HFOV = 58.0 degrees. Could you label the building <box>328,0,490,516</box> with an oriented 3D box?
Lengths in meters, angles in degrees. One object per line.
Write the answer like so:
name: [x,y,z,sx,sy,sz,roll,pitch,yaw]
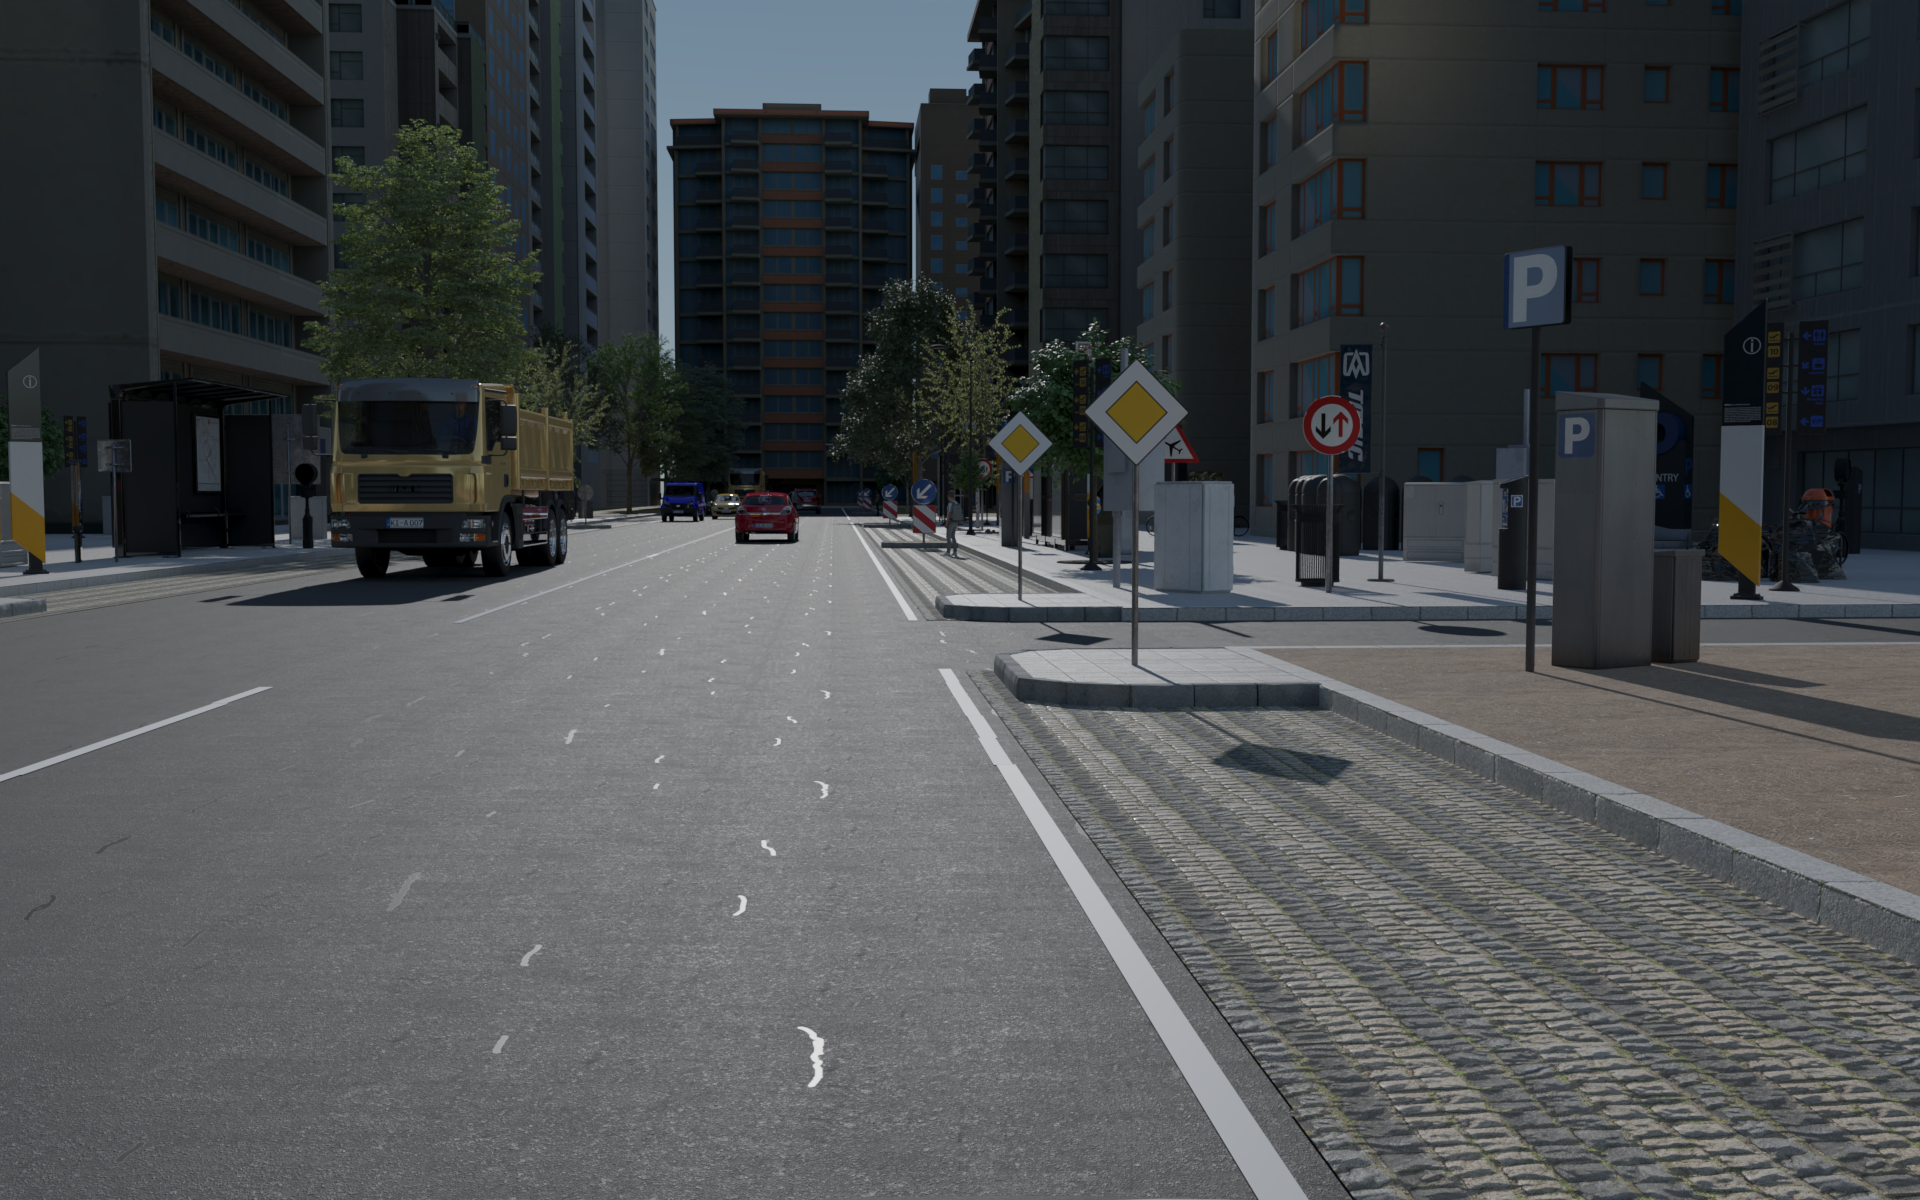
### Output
building: [-35.769,-20.115,100.588,14.160,30.474,14.107,0,4,-4]

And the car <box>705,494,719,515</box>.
car: [-16.683,-6.752,120.186,2.009,1.686,4.222,0,4,-2]

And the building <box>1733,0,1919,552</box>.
building: [27.347,-21.650,37.568,14.086,41.232,14.154,0,4,-4]

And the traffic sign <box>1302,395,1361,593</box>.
traffic sign: [4.794,-1.366,22.437,0.768,2.556,0.104,0,4,-4]

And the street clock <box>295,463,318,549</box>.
street clock: [-15.365,-2.214,40.761,0.471,2.002,0.358,0,4,4]

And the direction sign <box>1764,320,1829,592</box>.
direction sign: [10.929,-1.887,22.857,0.876,3.537,0.379,2,4,35]

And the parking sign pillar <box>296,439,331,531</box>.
parking sign pillar: [-22.779,-4.422,60.766,1.447,3.967,1.447,3,4,39]

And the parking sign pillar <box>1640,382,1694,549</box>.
parking sign pillar: [16.669,-3.218,41.089,1.447,3.967,1.447,-3,5,-40]

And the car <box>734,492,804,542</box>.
car: [-5.904,-2.703,53.228,2.155,1.783,4.494,0,4,-3]

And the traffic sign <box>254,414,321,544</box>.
traffic sign: [-17.474,-3.083,44.284,2.265,3.308,0.079,0,4,2]

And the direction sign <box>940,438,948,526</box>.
direction sign: [-0.615,-4.771,69.996,0.379,3.537,0.876,1,4,17]

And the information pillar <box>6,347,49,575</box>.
information pillar: [-14.866,-2.216,27.588,0.504,3.616,0.183,-3,5,-45]

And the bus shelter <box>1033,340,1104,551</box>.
bus shelter: [2.838,-3.996,42.971,2.179,5.291,8.768,0,4,-4]

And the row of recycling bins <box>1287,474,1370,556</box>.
row of recycling bins: [7.795,-1.854,37.419,1.069,1.692,3.534,0,4,-2]

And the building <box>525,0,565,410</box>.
building: [-37.646,-27.235,128.893,14.154,41.232,14.086,0,4,-4]

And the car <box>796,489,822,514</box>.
car: [-11.165,-7.172,125.938,2.281,1.827,5.304,0,4,-6]

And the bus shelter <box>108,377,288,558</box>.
bus shelter: [-16.468,-2.847,37.824,1.731,3.624,6.357,0,4,-4]

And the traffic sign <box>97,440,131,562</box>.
traffic sign: [-15.857,-1.858,32.501,0.606,2.300,0.079,0,4,-2]

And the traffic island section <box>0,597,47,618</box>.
traffic island section: [-12.012,0.137,20.041,2.009,0.180,2.903,0,4,-4]

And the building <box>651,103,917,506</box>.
building: [-19.623,-33.176,197.053,28.867,44.769,22.147,0,4,-4]

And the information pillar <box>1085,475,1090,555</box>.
information pillar: [2.737,-2.761,36.504,0.183,3.616,0.504,0,4,7]

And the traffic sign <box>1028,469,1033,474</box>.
traffic sign: [2.239,-2.977,48.780,0.768,2.556,0.104,0,4,2]

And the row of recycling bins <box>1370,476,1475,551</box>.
row of recycling bins: [10.082,-1.980,39.482,3.534,1.692,1.069,2,4,30]

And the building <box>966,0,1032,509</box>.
building: [12.026,-30.282,149.731,22.147,44.769,28.867,0,4,-4]

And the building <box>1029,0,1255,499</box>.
building: [11.040,-20.559,107.840,14.160,30.474,14.107,0,4,-4]

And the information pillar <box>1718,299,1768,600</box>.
information pillar: [9.504,-1.814,21.006,0.504,3.616,0.183,3,4,38]

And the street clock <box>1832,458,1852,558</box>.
street clock: [17.749,-1.853,34.871,0.358,2.002,0.471,3,4,38]

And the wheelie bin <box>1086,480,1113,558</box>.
wheelie bin: [2.929,-1.657,34.995,0.693,1.594,0.980,1,4,9]

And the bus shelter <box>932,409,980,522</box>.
bus shelter: [-0.090,-6.223,79.374,2.179,5.291,8.768,0,4,-4]

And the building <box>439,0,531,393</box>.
building: [-36.875,-28.413,114.671,14.600,45.320,14.200,0,4,-4]

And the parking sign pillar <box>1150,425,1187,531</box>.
parking sign pillar: [7.366,-4.402,60.448,1.447,3.967,1.447,-2,4,-31]

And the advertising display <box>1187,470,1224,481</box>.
advertising display: [6.648,-2.552,46.940,0.974,1.923,0.123,1,4,12]

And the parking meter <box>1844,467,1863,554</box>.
parking meter: [19.142,-1.921,37.126,0.255,1.863,0.399,3,5,44]

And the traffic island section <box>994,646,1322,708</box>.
traffic island section: [1.329,0.567,13.003,2.009,0.180,2.903,0,4,-4]

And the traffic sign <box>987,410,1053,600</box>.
traffic sign: [0.723,-1.055,20.888,0.795,2.450,0.064,0,4,-4]

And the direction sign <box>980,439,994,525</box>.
direction sign: [1.111,-4.831,70.987,0.379,3.537,0.876,3,5,41]

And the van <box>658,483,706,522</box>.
van: [-14.644,-5.337,91.636,2.240,2.365,5.245,0,4,-3]

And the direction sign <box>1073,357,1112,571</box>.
direction sign: [2.214,-2.270,29.119,0.379,3.537,0.876,-3,5,-41]

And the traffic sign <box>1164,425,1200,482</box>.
traffic sign: [3.629,-1.804,29.500,0.884,2.594,0.081,0,4,5]

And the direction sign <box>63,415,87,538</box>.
direction sign: [-25.694,-3.570,50.372,0.379,3.537,0.876,1,4,12]

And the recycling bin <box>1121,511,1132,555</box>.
recycling bin: [3.416,-1.487,36.860,0.722,1.027,0.722,0,4,2]

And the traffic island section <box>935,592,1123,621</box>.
traffic island section: [0.746,0.080,20.967,2.009,0.180,2.903,0,4,-4]

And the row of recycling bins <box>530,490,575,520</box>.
row of recycling bins: [-21.024,-4.845,86.335,3.534,1.692,1.069,-1,4,-18]

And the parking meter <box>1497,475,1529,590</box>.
parking meter: [7.428,-0.909,23.270,0.372,1.533,0.369,0,3,0]

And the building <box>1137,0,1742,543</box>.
building: [22.374,-13.158,60.172,27.650,21.520,28.899,0,4,-4]

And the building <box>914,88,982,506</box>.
building: [2.344,-33.330,195.055,14.200,45.320,14.600,0,4,-4]

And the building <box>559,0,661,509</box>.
building: [-48.236,-39.857,193.655,28.212,58.520,21.231,0,4,-4]

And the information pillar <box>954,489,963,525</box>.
information pillar: [-0.050,-4.102,71.567,0.304,2.012,0.304,1,4,19]

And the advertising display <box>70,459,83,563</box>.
advertising display: [-16.555,-1.668,32.481,0.123,1.923,0.974,-1,4,-23]

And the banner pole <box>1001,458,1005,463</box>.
banner pole: [1.873,-5.070,72.905,0.401,3.779,0.863,-1,4,-22]

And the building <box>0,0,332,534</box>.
building: [-37.274,-26.921,63.858,21.300,48.544,21.600,0,4,-4]

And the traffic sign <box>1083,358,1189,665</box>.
traffic sign: [1.306,-0.568,12.924,0.795,2.450,0.064,0,4,-4]

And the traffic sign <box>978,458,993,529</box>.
traffic sign: [0.789,-3.766,61.678,0.768,2.556,0.104,0,4,4]

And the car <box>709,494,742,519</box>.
car: [-13.333,-5.453,99.382,2.015,1.641,3.980,0,4,-5]

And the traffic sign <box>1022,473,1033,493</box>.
traffic sign: [2.154,-3.557,58.164,0.884,2.594,0.081,0,4,1]
